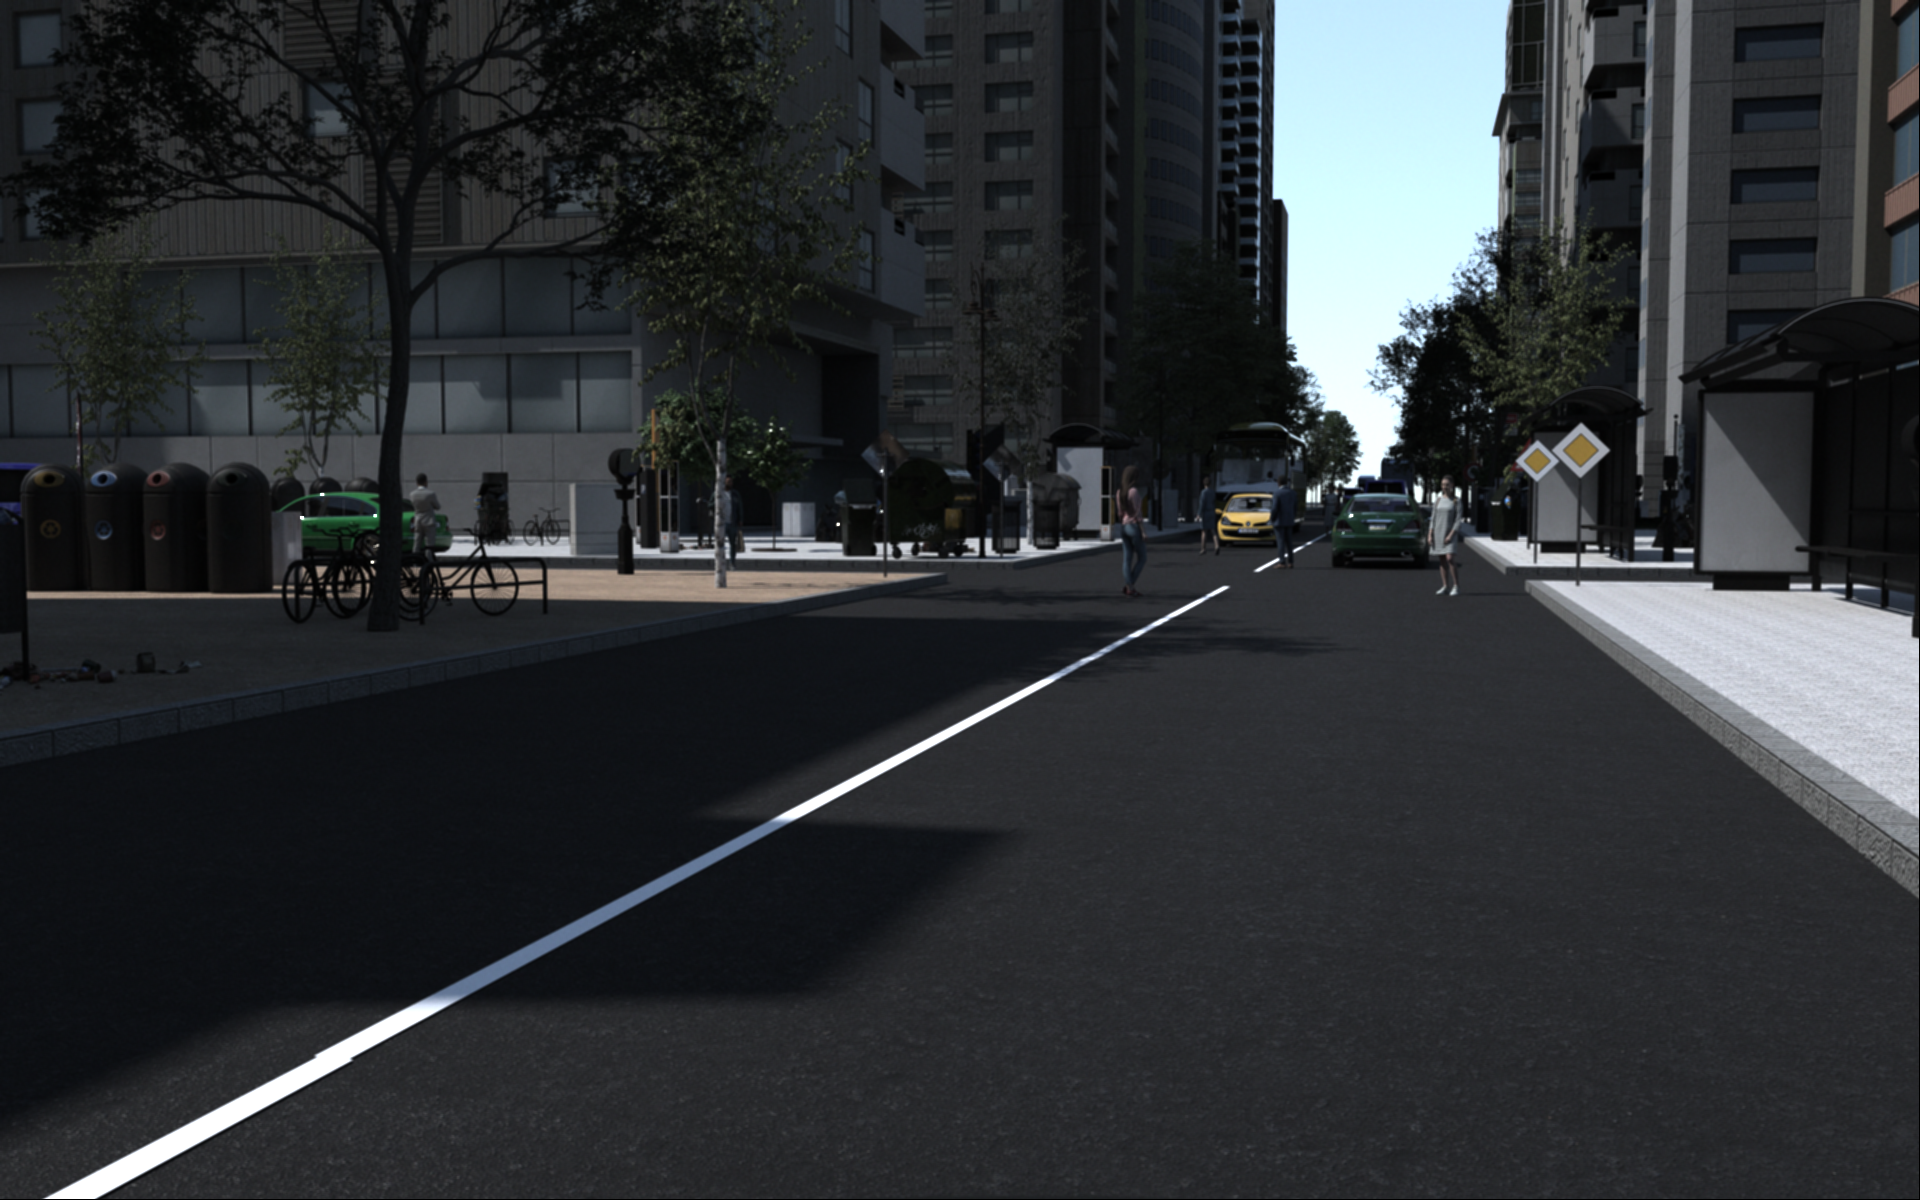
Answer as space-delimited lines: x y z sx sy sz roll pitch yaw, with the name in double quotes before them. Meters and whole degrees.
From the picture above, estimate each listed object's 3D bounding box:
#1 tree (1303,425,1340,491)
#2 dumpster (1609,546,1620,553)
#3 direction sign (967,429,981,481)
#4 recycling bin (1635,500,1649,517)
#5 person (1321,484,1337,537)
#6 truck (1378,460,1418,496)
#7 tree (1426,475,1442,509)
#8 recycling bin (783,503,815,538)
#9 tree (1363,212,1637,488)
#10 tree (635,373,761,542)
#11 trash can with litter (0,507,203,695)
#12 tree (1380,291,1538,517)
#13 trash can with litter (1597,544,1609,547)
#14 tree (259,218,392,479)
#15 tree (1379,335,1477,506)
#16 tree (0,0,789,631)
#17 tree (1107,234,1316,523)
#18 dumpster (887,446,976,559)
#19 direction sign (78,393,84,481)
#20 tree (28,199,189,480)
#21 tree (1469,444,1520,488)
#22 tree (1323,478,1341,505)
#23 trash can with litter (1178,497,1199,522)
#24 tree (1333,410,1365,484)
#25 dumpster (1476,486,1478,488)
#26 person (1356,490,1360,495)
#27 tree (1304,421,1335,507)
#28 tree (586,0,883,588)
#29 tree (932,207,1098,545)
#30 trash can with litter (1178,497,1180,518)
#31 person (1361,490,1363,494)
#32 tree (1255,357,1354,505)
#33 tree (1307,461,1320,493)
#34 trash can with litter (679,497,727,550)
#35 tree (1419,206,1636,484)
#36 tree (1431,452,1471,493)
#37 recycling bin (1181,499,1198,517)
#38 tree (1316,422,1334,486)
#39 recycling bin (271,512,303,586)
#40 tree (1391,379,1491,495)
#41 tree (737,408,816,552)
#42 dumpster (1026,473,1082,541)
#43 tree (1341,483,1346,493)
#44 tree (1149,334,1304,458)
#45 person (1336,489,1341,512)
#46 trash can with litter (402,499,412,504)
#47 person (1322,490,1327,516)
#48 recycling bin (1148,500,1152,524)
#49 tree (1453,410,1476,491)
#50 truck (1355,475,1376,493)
"tree" 37.595 -14.151 181.731 4.737 8.622 4.395 0 3 0
"dumpster" 14.225 -2.019 38.766 1.264 1.857 1.865 1 4 14
"direction sign" 0.481 -4.198 60.633 0.379 3.537 0.876 -2 4 -32
"recycling bin" 27.553 -3.550 70.604 0.722 1.027 0.722 -1 4 -9
"person" 12.336 -2.985 57.875 0.480 1.755 0.524 2 4 26
"truck" 31.363 -8.264 124.870 2.967 4.110 18.799 1 4 15
"tree" 40.656 -9.378 147.927 1.663 3.219 1.824 0 3 0
"recycling bin" -4.789 -2.381 51.489 0.722 1.027 0.722 2 4 32
"tree" 17.889 -7.577 58.295 8.767 10.594 7.601 0 4 4
"tree" -7.053 -3.862 46.864 4.285 4.588 4.351 0 3 0
"trash can with litter" -6.227 -0.050 11.870 1.678 1.210 2.233 3 5 41
"tree" 28.251 -10.960 96.212 9.611 12.733 9.660 0 3 0
"trash can with litter" 15.793 -1.888 42.250 0.624 1.170 1.055 2 4 35
"tree" -17.135 -5.883 46.552 4.737 8.622 4.395 0 3 0
"tree" 52.507 -20.300 187.799 12.611 20.169 13.585 0 3 0
"tree" -5.073 -4.987 15.955 7.601 10.594 8.767 0 4 -4
"tree" 10.521 -9.659 76.059 7.486 12.596 7.792 0 3 0
"dumpster" -0.623 -1.977 34.810 1.502 2.255 1.985 1 4 14
"direction sign" -19.810 -2.879 39.062 0.379 3.537 0.876 -2 4 -26
"tree" -20.676 -5.627 42.357 4.737 8.622 4.395 0 3 0
"tree" 20.035 -4.346 65.659 1.663 3.219 1.824 0 3 0
"tree" 44.785 -13.158 209.733 1.663 3.219 1.824 0 3 0
"trash can with litter" 10.517 -4.194 79.626 1.678 1.210 2.233 0 4 6
"tree" 50.595 -19.250 232.857 7.486 12.596 7.792 0 3 0
"dumpster" 23.939 -4.441 78.366 1.264 1.857 1.865 1 4 14
"person" 27.348 -6.680 118.656 0.436 1.711 0.756 -2 4 -33
"tree" 35.741 -13.695 174.270 4.360 8.622 3.978 0 3 0
"tree" -3.213 -4.487 23.731 4.737 8.622 4.395 0 3 0
"tree" 1.555 -5.709 43.700 4.360 8.622 3.978 0 3 0
"trash can with litter" 11.246 -4.913 91.718 0.624 1.170 1.055 -1 4 -12
"person" 35.569 -8.826 153.361 0.990 1.755 0.434 -1 4 -15
"tree" 23.700 -12.415 128.747 9.928 11.665 9.643 0 3 0
"tree" 28.352 -9.868 145.052 4.285 4.588 4.351 0 3 0
"trash can with litter" -6.243 -1.793 40.368 1.678 1.210 2.233 1 4 21
"tree" 15.165 -5.757 44.497 4.737 8.622 4.395 0 3 0
"tree" 30.805 -7.568 107.450 4.285 4.588 4.351 0 3 0
"recycling bin" 12.959 -5.225 97.977 0.722 1.027 0.722 -2 4 -23
"tree" 17.302 -11.323 103.257 7.486 12.596 7.792 0 3 0
"recycling bin" -9.803 -0.735 24.575 0.722 1.027 0.722 0 4 -3
"tree" 45.706 -15.485 163.547 12.009 13.543 11.850 0 3 0
"tree" -4.048 -2.708 38.871 1.663 3.219 1.824 0 3 0
"dumpster" 2.582 -2.578 47.916 1.264 1.857 1.865 1 4 14
"tree" 55.274 -15.747 252.067 1.663 3.219 1.824 0 3 0
"tree" 14.527 -9.707 93.115 8.767 10.594 7.601 -1 4 -21
"person" 23.639 -6.107 108.792 0.568 1.767 0.683 1 4 15
"trash can with litter" -12.842 -1.735 39.749 0.624 1.170 1.055 0 4 -3
"person" 23.496 -6.226 111.116 0.721 1.723 1.217 3 4 36
"recycling bin" 8.550 -3.779 74.335 0.722 1.027 0.722 3 4 36
"tree" 38.917 -11.328 135.573 4.360 8.622 3.978 0 3 0
"truck" 59.377 -15.999 251.346 2.967 4.110 18.799 1 4 16
